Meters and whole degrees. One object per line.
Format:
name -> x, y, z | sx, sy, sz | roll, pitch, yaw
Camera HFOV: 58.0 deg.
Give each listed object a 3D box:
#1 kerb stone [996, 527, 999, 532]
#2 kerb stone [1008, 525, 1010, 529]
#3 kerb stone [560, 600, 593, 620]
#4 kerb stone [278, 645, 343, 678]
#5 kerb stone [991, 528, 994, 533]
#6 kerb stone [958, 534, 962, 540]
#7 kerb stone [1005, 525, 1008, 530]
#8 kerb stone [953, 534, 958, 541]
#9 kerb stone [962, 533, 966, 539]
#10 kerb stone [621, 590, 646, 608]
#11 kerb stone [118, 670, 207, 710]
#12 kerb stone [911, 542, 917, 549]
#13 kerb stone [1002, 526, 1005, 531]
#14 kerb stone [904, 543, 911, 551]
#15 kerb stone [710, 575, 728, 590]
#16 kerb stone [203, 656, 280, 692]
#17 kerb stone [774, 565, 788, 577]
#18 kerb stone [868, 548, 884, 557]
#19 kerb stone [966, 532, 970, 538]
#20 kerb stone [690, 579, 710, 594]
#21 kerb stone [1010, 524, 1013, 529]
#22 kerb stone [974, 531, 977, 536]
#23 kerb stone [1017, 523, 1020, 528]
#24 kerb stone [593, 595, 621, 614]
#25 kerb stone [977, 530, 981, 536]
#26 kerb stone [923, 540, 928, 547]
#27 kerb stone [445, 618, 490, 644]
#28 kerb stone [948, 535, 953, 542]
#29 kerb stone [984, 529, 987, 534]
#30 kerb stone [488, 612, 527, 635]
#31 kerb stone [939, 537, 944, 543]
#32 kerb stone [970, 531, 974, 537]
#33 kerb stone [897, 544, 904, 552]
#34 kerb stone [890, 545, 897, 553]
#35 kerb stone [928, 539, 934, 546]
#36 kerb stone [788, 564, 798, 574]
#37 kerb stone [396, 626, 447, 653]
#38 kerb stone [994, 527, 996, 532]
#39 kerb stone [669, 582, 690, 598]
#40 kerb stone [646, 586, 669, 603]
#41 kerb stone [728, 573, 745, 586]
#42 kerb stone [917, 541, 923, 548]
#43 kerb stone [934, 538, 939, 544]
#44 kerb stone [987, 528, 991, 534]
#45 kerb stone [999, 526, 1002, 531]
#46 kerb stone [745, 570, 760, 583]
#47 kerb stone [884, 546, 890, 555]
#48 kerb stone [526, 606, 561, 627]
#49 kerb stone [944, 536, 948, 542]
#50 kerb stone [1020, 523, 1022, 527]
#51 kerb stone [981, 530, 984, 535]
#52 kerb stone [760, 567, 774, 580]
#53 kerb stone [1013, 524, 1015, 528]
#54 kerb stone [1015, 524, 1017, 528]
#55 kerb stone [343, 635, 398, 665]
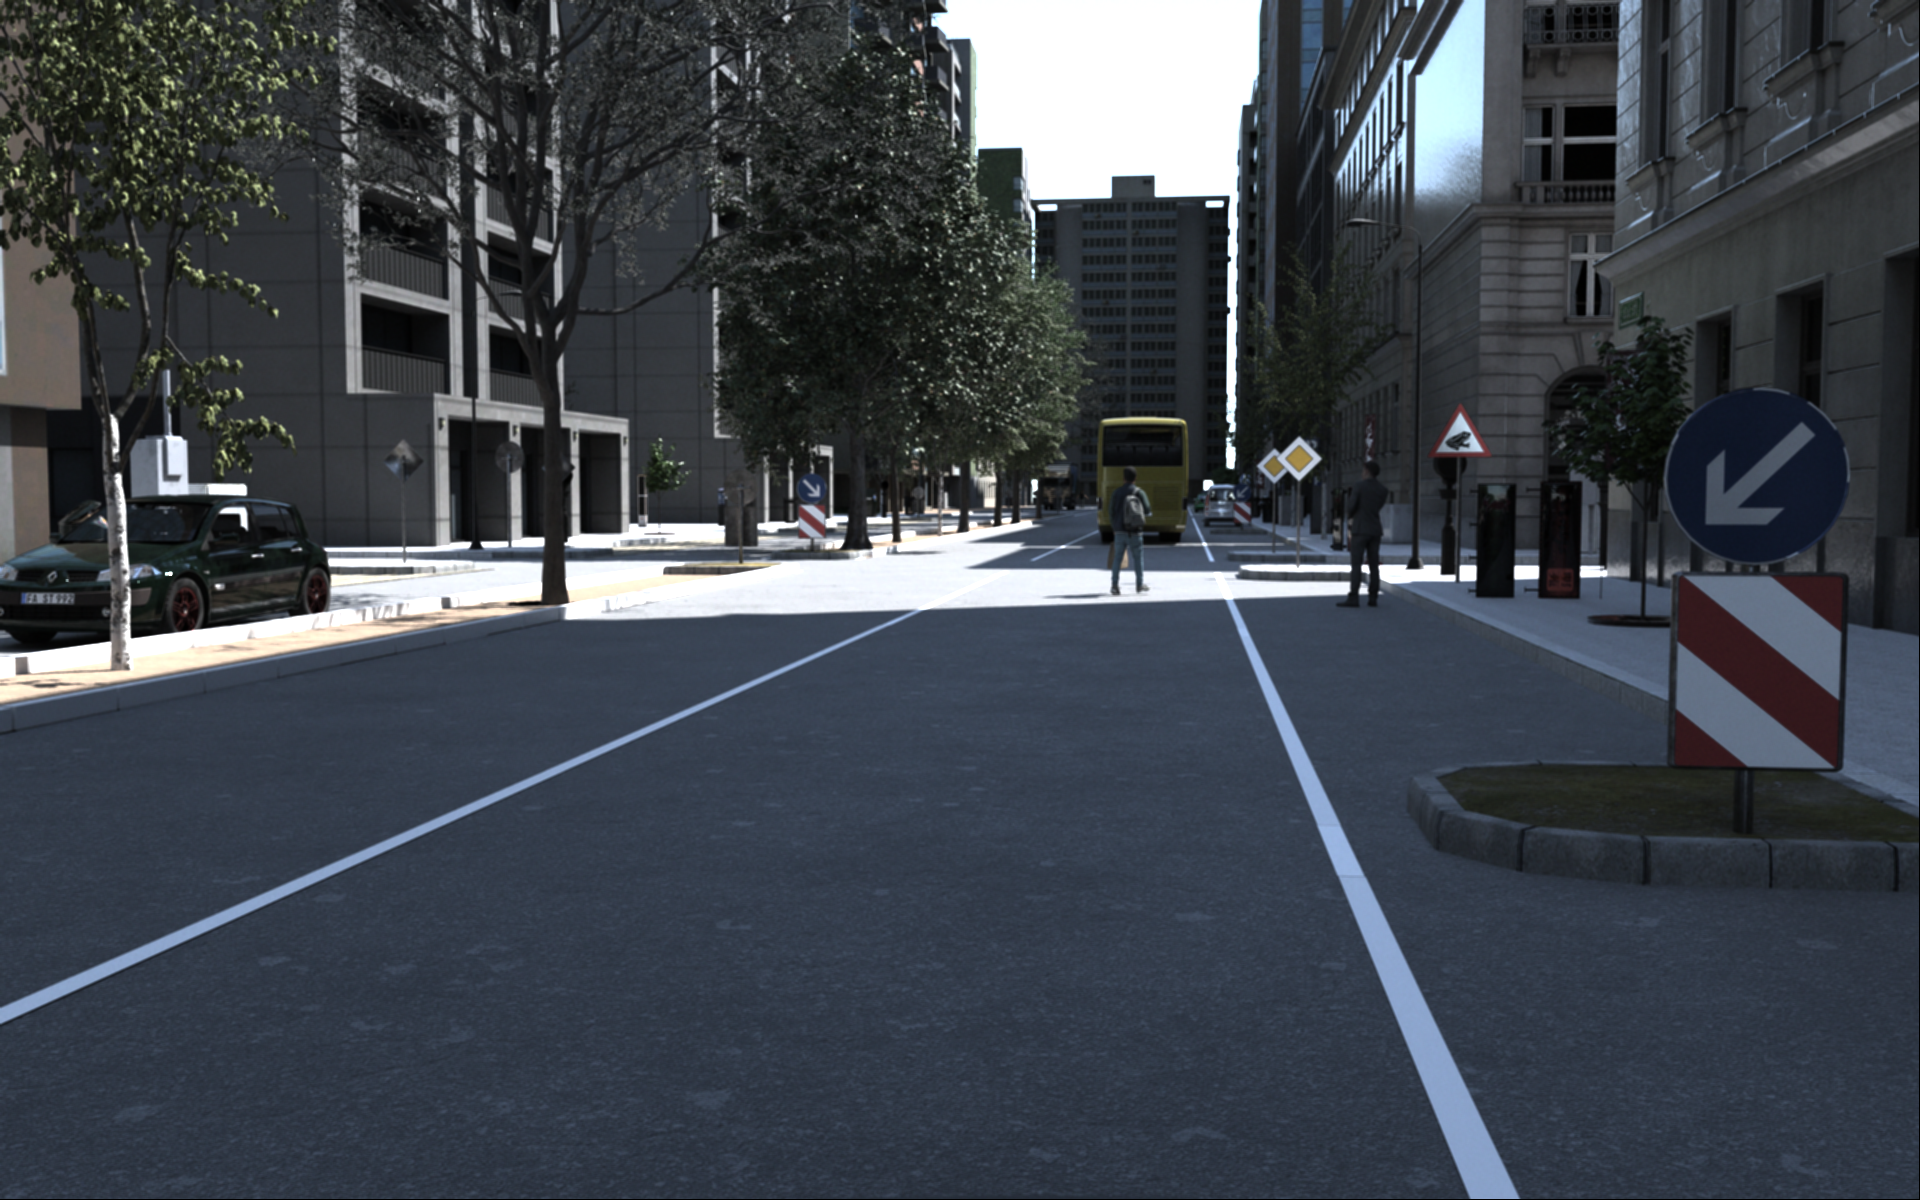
kerb stone -> 1.284, -2.642, 65.420 | 0.120, 0.150, 1.000 | 0, 4, 7
kerb stone -> 1.797, -2.892, 69.485 | 0.120, 0.150, 1.000 | 0, 4, 7
kerb stone -> -4.519, 0.128, 20.108 | 0.120, 0.150, 1.000 | 0, 4, 7
kerb stone -> -5.305, 0.501, 14.003 | 0.120, 0.150, 1.000 | 0, 4, 7
kerb stone -> 1.023, -2.520, 63.392 | 0.120, 0.150, 1.000 | 0, 4, 7
kerb stone -> -0.145, -1.960, 54.236 | 0.120, 0.150, 1.000 | 0, 4, 7
kerb stone -> 1.683, -2.830, 68.461 | 0.120, 0.150, 1.000 | 0, 4, 7
kerb stone -> -0.273, -1.898, 53.222 | 0.120, 0.150, 1.000 | 0, 4, 7
kerb stone -> -0.011, -2.022, 55.252 | 0.120, 0.150, 1.000 | 0, 4, 7
kerb stone -> -4.264, 0.005, 22.152 | 0.120, 0.150, 1.000 | 0, 4, 7
kerb stone -> -5.563, 0.625, 11.974 | 0.120, 0.150, 1.000 | 0, 4, 7
kerb stone -> -1.325, -1.399, 45.068 | 0.120, 0.150, 1.000 | 0, 4, 7
kerb stone -> 1.551, -2.768, 67.447 | 0.120, 0.150, 1.000 | 0, 4, 7
kerb stone -> -1.456, -1.335, 44.049 | 0.120, 0.150, 1.000 | 0, 4, 7
kerb stone -> -3.738, -0.244, 26.224 | 0.120, 0.150, 1.000 | 0, 4, 7
kerb stone -> -5.433, 0.563, 12.988 | 0.120, 0.150, 1.000 | 0, 4, 7
kerb stone -> -3.217, -0.495, 30.292 | 0.120, 0.150, 1.000 | 0, 4, 7
kerb stone -> -1.967, -1.087, 39.972 | 0.120, 0.150, 1.000 | 0, 4, 7
kerb stone -> 0.112, -2.084, 56.269 | 0.120, 0.150, 1.000 | 0, 4, 7
kerb stone -> -3.870, -0.184, 25.206 | 0.120, 0.150, 1.000 | 0, 4, 7
kerb stone -> 1.934, -2.953, 70.499 | 0.120, 0.150, 1.000 | 0, 4, 7
kerb stone -> 0.366, -2.208, 58.303 | 0.120, 0.150, 1.000 | 0, 4, 7
kerb stone -> 2.333, -3.141, 73.548 | 0.120, 0.150, 1.000 | 0, 4, 7
kerb stone -> -4.389, 0.065, 21.138 | 0.120, 0.150, 1.000 | 0, 4, 7
kerb stone -> 0.501, -2.271, 59.321 | 0.120, 0.150, 1.000 | 0, 4, 7
kerb stone -> -1.061, -1.521, 47.095 | 0.120, 0.150, 1.000 | 0, 4, 7
kerb stone -> -4.908, 0.315, 17.048 | 0.120, 0.150, 1.000 | 0, 4, 7
kerb stone -> -0.414, -1.835, 52.194 | 0.120, 0.150, 1.000 | 0, 4, 7
kerb stone -> 0.761, -2.392, 61.362 | 0.120, 0.150, 1.000 | 0, 4, 7
kerb stone -> -4.793, 0.253, 18.072 | 0.120, 0.150, 1.000 | 0, 4, 7
kerb stone -> -0.674, -1.707, 50.153 | 0.120, 0.150, 1.000 | 0, 4, 7
kerb stone -> 0.248, -2.143, 57.287 | 0.120, 0.150, 1.000 | 0, 4, 7
kerb stone -> -1.588, -1.269, 43.033 | 0.120, 0.150, 1.000 | 0, 4, 7
kerb stone -> -1.718, -1.212, 42.005 | 0.120, 0.150, 1.000 | 0, 4, 7
kerb stone -> -0.936, -1.585, 48.114 | 0.120, 0.150, 1.000 | 0, 4, 7
kerb stone -> -3.089, -0.557, 31.306 | 0.120, 0.150, 1.000 | 0, 4, 7
kerb stone -> -5.046, 0.377, 16.033 | 0.120, 0.150, 1.000 | 0, 4, 7
kerb stone -> 1.150, -2.580, 64.407 | 0.120, 0.150, 1.000 | 0, 4, 7
kerb stone -> -4.010, -0.122, 24.192 | 0.120, 0.150, 1.000 | 0, 4, 7
kerb stone -> -4.135, -0.060, 23.171 | 0.120, 0.150, 1.000 | 0, 4, 7
kerb stone -> -3.607, -0.309, 27.242 | 0.120, 0.150, 1.000 | 0, 4, 7
kerb stone -> -1.192, -1.452, 46.082 | 0.120, 0.150, 1.000 | 0, 4, 7
kerb stone -> -0.803, -1.648, 49.134 | 0.120, 0.150, 1.000 | 0, 4, 7
kerb stone -> 0.895, -2.450, 62.376 | 0.120, 0.150, 1.000 | 0, 4, 7
kerb stone -> 1.417, -2.706, 66.434 | 0.120, 0.150, 1.000 | 0, 4, 7
kerb stone -> -3.485, -0.366, 28.257 | 0.120, 0.150, 1.000 | 0, 4, 7
kerb stone -> -1.851, -1.149, 40.989 | 0.120, 0.150, 1.000 | 0, 4, 7
kerb stone -> -4.659, 0.190, 19.092 | 0.120, 0.150, 1.000 | 0, 4, 7
kerb stone -> -0.545, -1.772, 51.167 | 0.120, 0.150, 1.000 | 0, 4, 7
kerb stone -> 2.471, -3.203, 74.562 | 0.120, 0.150, 1.000 | 0, 4, 7
kerb stone -> 0.637, -2.333, 60.341 | 0.120, 0.150, 1.000 | 0, 4, 7
kerb stone -> -3.354, -0.429, 29.274 | 0.120, 0.150, 1.000 | 0, 4, 7
kerb stone -> 2.067, -3.017, 71.519 | 0.120, 0.150, 1.000 | 0, 4, 7
kerb stone -> 2.195, -3.076, 72.535 | 0.120, 0.150, 1.000 | 0, 4, 7
kerb stone -> -5.182, 0.443, 15.020 | 0.120, 0.150, 1.000 | 0, 4, 7
